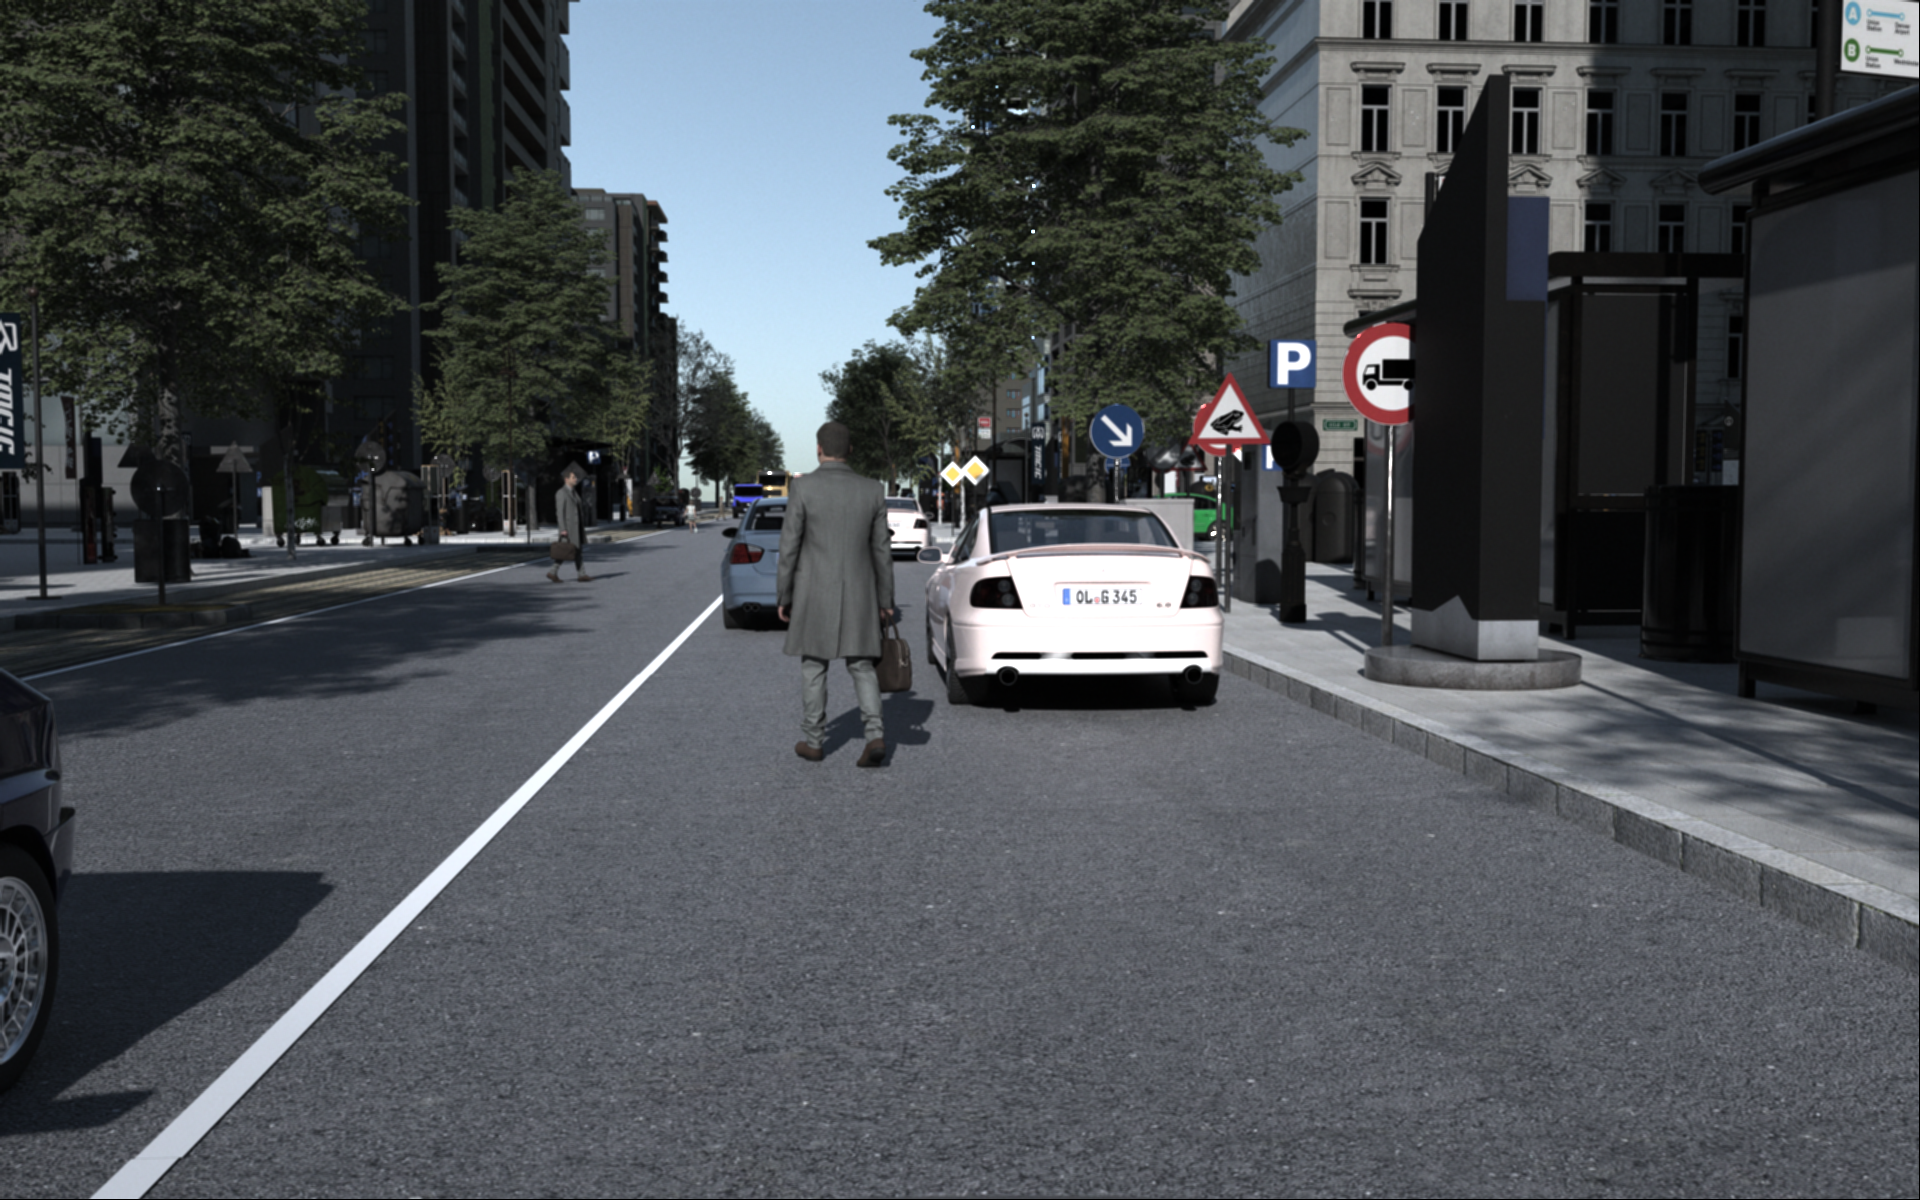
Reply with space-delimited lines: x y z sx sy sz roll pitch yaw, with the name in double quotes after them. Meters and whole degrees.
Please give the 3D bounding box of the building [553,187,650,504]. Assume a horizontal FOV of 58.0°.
-48.900 -33.336 228.644 14.154 41.232 14.086 0 4 -4 "building"

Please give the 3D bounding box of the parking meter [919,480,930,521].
-1.407 -3.905 69.559 0.399 1.863 0.255 -3 5 -41 "parking meter"

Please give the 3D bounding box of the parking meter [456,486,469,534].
-15.891 -2.867 55.281 0.372 1.533 0.369 0 3 0 "parking meter"

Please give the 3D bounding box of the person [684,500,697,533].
-9.996 -3.100 64.204 0.505 1.210 0.382 0 4 -6 "person"

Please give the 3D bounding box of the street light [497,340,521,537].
-13.512 -4.849 52.061 0.468 5.910 1.993 0 4 -4 "street light"

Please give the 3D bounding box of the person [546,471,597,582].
-6.327 -1.196 28.157 0.767 1.812 0.694 1 4 10 "person"

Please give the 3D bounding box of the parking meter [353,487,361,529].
-22.469 -3.433 64.537 0.372 1.533 0.369 0 3 0 "parking meter"

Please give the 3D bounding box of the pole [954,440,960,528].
-0.115 -4.382 65.490 0.158 3.312 0.155 0 3 0 "pole"

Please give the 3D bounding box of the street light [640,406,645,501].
-16.579 -7.188 90.308 0.468 5.910 1.993 0 4 -4 "street light"

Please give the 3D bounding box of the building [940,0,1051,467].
9.064 -58.646 271.527 22.319 86.520 31.000 0 4 -4 "building"

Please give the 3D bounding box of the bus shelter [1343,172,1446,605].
5.806 -2.553 19.366 2.179 5.291 8.768 0 4 -4 "bus shelter"

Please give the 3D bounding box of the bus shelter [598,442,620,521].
-16.869 -5.412 79.776 1.731 3.624 6.357 0 4 -5 "bus shelter"

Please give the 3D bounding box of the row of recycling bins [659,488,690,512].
-20.212 -7.038 122.187 1.069 1.692 3.534 1 4 21 "row of recycling bins"

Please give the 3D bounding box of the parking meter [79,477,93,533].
-29.141 -3.184 57.774 0.399 1.863 0.255 1 4 22 "parking meter"

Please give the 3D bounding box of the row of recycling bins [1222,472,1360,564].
6.418 -1.605 33.357 1.069 1.692 3.534 -2 4 -25 "row of recycling bins"

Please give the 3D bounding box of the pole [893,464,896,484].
-4.528 -7.668 119.222 0.158 3.312 0.155 0 3 0 "pole"

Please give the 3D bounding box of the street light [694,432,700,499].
-19.480 -9.505 128.198 0.468 5.910 1.993 0 4 -4 "street light"

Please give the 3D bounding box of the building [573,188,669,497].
-53.907 -36.445 250.491 22.147 44.769 28.867 0 4 -4 "building"

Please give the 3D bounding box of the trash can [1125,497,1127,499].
8.373 -4.797 90.090 0.748 1.137 0.748 0 3 0 "trash can"

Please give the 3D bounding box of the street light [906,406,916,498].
-2.499 -7.042 87.918 0.468 5.910 1.993 0 4 -4 "street light"

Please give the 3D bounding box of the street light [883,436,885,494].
-5.531 -9.381 126.168 0.468 5.910 1.993 0 4 -4 "street light"

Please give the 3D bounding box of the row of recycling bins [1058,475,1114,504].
2.879 -1.934 38.740 1.069 1.692 3.534 1 4 13 "row of recycling bins"

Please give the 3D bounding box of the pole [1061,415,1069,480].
2.645 -3.043 43.591 0.158 3.312 0.155 0 3 0 "pole"

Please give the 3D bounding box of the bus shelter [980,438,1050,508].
2.010 -4.335 64.797 2.014 3.302 5.546 0 4 -5 "bus shelter"

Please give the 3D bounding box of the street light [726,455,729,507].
-22.520 -11.861 166.720 0.468 5.910 1.993 0 4 -4 "street light"

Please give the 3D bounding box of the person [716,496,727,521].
-12.850 -4.918 93.183 0.640 1.303 0.475 -2 4 -33 "person"

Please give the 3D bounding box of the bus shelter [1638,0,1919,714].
5.830 -1.944 9.415 2.179 5.291 8.768 0 4 -5 "bus shelter"

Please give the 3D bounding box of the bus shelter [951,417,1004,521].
0.753 -6.729 87.648 2.179 5.291 8.768 0 4 -4 "bus shelter"

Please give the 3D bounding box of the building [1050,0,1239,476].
17.092 -43.469 148.972 20.563 71.187 20.611 0 4 -4 "building"

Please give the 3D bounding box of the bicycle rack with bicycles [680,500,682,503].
-19.353 -6.087 112.901 2.852 0.926 2.925 -1 4 -17 "bicycle rack with bicycles"

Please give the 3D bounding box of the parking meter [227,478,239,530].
-26.268 -3.480 62.606 0.399 1.863 0.255 -2 4 -27 "parking meter"

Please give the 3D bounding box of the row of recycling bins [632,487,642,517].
-18.533 -5.672 99.853 1.069 1.692 3.534 0 4 -4 "row of recycling bins"

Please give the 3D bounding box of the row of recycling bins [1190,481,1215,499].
8.935 -2.914 54.758 3.534 1.692 1.069 0 4 -4 "row of recycling bins"

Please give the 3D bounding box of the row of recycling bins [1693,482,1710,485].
24.188 -3.126 58.219 3.534 1.692 1.069 -3 4 -37 "row of recycling bins"

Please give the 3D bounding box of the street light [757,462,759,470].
-28.978 -16.910 249.270 0.468 5.910 1.993 0 4 -4 "street light"

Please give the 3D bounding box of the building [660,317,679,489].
-52.008 -30.635 272.585 14.160 30.474 14.107 0 4 -4 "building"

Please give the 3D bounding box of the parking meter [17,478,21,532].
-32.134 -3.251 58.857 0.255 1.863 0.399 -1 4 -13 "parking meter"

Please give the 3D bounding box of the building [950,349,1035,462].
13.446 -24.393 243.866 27.650 21.520 28.899 0 4 -4 "building"

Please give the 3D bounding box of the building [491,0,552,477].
-44.589 -31.293 135.335 21.300 48.544 21.600 0 4 -4 "building"

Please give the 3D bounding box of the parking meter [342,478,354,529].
-22.312 -3.508 63.064 0.255 1.863 0.399 1 4 16 "parking meter"

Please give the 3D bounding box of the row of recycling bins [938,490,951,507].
-1.145 -6.858 119.233 1.069 1.692 3.534 -1 4 -18 "row of recycling bins"

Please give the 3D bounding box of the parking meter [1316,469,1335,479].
8.436 -2.102 40.072 0.399 1.863 0.255 3 5 42 "parking meter"

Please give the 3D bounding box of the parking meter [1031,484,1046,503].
2.021 -2.228 44.831 0.372 1.533 0.369 0 3 0 "parking meter"

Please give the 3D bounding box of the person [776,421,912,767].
-0.643 -0.036 9.191 0.694 1.812 0.767 -1 4 -21 "person"

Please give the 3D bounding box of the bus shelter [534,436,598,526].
-16.649 -4.983 72.748 1.731 3.624 6.357 0 4 -4 "bus shelter"

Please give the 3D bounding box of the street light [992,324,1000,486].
0.881 -4.374 44.308 0.468 5.910 1.993 0 4 -4 "street light"
